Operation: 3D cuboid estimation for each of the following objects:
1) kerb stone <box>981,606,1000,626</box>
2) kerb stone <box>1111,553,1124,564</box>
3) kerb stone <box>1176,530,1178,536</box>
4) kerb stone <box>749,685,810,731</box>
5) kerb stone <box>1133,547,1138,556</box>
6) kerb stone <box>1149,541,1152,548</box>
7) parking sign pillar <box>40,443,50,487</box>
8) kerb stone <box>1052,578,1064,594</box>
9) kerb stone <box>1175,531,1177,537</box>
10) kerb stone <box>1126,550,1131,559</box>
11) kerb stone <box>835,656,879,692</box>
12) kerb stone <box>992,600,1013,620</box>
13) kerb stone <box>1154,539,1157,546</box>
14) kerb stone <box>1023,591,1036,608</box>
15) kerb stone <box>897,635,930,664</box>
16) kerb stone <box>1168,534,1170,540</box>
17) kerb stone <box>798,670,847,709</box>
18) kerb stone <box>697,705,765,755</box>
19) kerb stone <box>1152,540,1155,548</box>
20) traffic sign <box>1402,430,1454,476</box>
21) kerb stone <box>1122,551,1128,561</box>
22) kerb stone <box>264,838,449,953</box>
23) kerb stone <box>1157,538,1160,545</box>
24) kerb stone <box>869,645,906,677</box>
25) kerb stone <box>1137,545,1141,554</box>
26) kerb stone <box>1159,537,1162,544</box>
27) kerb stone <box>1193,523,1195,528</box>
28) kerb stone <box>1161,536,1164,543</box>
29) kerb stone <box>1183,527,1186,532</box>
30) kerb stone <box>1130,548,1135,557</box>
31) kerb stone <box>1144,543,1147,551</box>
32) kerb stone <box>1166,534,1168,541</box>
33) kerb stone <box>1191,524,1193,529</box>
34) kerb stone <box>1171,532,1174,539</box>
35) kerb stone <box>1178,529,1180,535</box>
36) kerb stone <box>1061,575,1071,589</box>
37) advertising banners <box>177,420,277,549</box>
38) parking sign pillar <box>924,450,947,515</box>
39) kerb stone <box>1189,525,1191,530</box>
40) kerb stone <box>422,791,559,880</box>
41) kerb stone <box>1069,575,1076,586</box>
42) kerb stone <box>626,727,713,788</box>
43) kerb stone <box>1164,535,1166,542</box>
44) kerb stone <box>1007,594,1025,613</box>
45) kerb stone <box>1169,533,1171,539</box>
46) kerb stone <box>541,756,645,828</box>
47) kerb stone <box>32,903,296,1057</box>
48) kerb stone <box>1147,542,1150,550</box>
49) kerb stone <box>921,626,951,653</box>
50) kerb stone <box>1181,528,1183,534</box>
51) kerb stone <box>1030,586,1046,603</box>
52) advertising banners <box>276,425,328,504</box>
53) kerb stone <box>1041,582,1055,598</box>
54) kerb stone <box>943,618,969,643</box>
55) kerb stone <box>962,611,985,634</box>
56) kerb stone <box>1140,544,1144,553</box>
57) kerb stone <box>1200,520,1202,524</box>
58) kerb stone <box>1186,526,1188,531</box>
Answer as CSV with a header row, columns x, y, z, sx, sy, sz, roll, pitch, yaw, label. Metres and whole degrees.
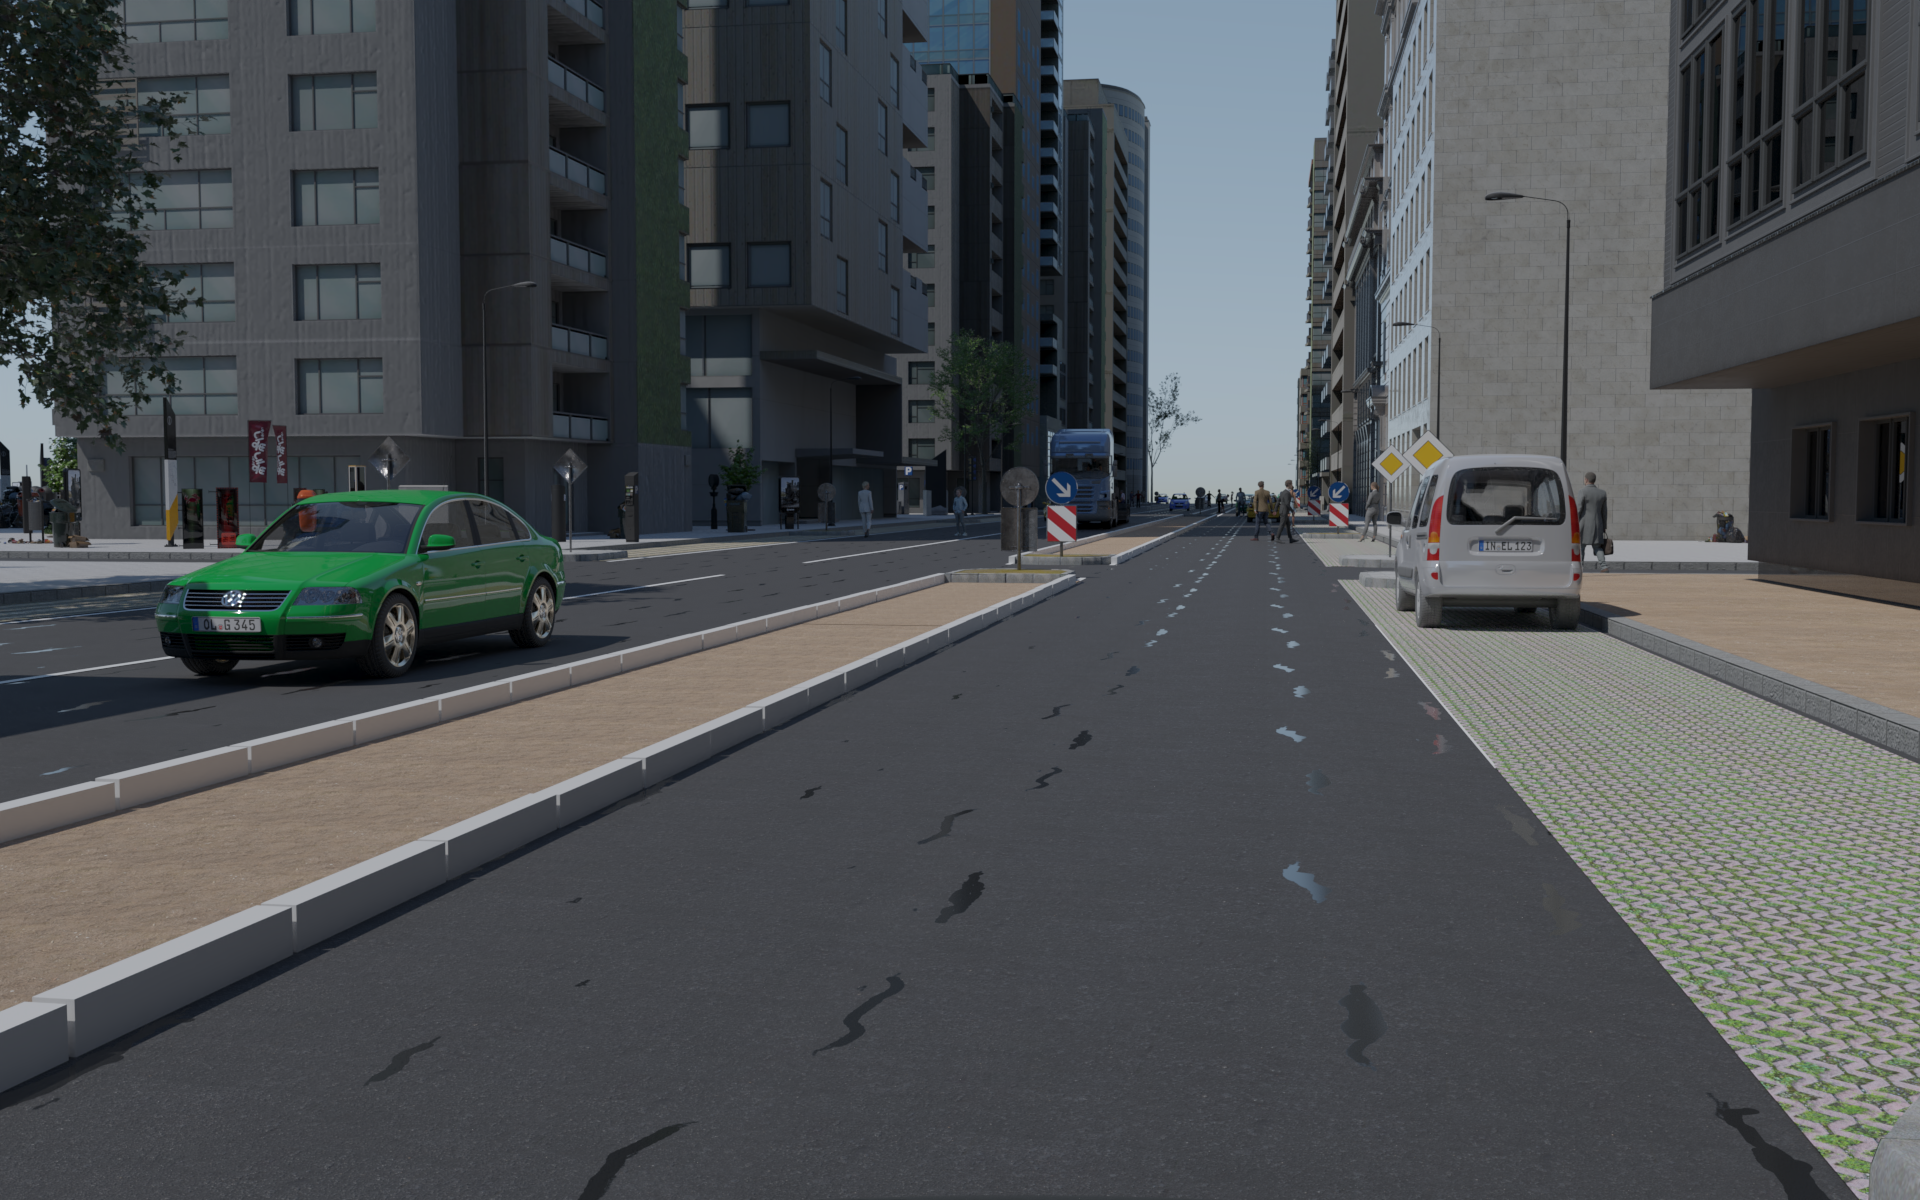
x,y,z,sx,sy,sz,roll,pitch,yaw,label
0.272,0.198,19.057,0.120,0.150,1.000,1,4,10,kerb stone
3.228,-0.828,35.799,0.120,0.150,1.000,1,4,10,kerb stone
7.137,-2.188,58.000,0.120,0.150,1.000,1,4,10,kerb stone
-1.151,0.687,10.965,0.120,0.150,1.000,1,4,10,kerb stone
3.946,-1.080,39.852,0.120,0.150,1.000,1,4,10,kerb stone
4.832,-1.388,44.897,0.120,0.150,1.000,1,4,10,kerb stone
-48.728,-6.348,92.258,1.447,3.967,1.447,-2,4,-31,parking sign pillar
1.349,-0.176,25.132,0.120,0.150,1.000,1,4,10,kerb stone
6.963,-2.128,56.993,0.120,0.150,1.000,1,4,10,kerb stone
3.581,-0.957,37.835,0.120,0.150,1.000,1,4,10,kerb stone
-0.794,0.563,12.992,0.120,0.150,1.000,1,4,10,kerb stone
0.456,0.130,20.069,0.120,0.150,1.000,1,4,10,kerb stone
5.187,-1.509,46.911,0.120,0.150,1.000,1,4,10,kerb stone
0.813,0.014,22.112,0.120,0.150,1.000,1,4,10,kerb stone
-0.433,0.439,15.011,0.120,0.150,1.000,1,4,10,kerb stone
6.254,-1.881,52.954,0.120,0.150,1.000,1,4,10,kerb stone
-0.976,0.625,11.972,0.120,0.150,1.000,1,4,10,kerb stone
-1.334,0.755,9.951,0.120,0.150,1.000,1,4,10,kerb stone
5.006,-1.450,45.903,0.120,0.150,1.000,1,4,10,kerb stone
7.321,-1.438,27.153,0.795,2.450,0.064,1,4,10,traffic sign
3.409,-0.893,36.811,0.120,0.150,1.000,1,4,10,kerb stone
-2.044,0.996,5.909,0.120,0.150,1.000,1,4,10,kerb stone
5.365,-1.572,47.918,0.120,0.150,1.000,1,4,10,kerb stone
-0.619,0.501,14.006,0.120,0.150,1.000,1,4,10,kerb stone
4.120,-1.141,40.859,0.120,0.150,1.000,1,4,10,kerb stone
5.540,-1.635,48.924,0.120,0.150,1.000,1,4,10,kerb stone
9.456,-2.988,71.100,0.120,0.150,1.000,1,4,10,kerb stone
5.725,-1.696,49.929,0.120,0.150,1.000,1,4,10,kerb stone
8.036,-2.498,63.042,0.120,0.150,1.000,1,4,10,kerb stone
3.762,-1.012,38.847,0.120,0.150,1.000,1,4,10,kerb stone
4.477,-1.265,42.875,0.120,0.150,1.000,1,4,10,kerb stone
6.071,-1.819,51.944,0.120,0.150,1.000,1,4,10,kerb stone
9.098,-2.868,69.083,0.120,0.150,1.000,1,4,10,kerb stone
6.611,-2.003,54.978,0.120,0.150,1.000,1,4,10,kerb stone
7.317,-2.251,59.006,0.120,0.150,1.000,1,4,10,kerb stone
1.522,-0.241,26.142,0.120,0.150,1.000,1,4,10,kerb stone
-17.252,-2.721,40.681,2.074,3.025,0.090,-1,4,-23,advertising banners
-1.492,-7.081,104.254,1.447,3.967,1.447,-1,4,-15,parking sign pillar
8.749,-2.741,67.069,0.120,0.150,1.000,1,4,10,kerb stone
-1.869,0.934,6.918,0.120,0.150,1.000,1,4,10,kerb stone
1.703,-0.300,27.148,0.120,0.150,1.000,1,4,10,kerb stone
-1.502,0.811,8.929,0.120,0.150,1.000,1,4,10,kerb stone
5.901,-1.758,50.936,0.120,0.150,1.000,1,4,10,kerb stone
0.633,0.068,21.090,0.120,0.150,1.000,1,4,10,kerb stone
6.424,-1.944,53.972,0.120,0.150,1.000,1,4,10,kerb stone
-1.687,0.878,7.924,0.120,0.150,1.000,1,4,10,kerb stone
-2.220,1.058,4.902,0.120,0.150,1.000,1,4,10,kerb stone
4.660,-1.326,43.889,0.120,0.150,1.000,1,4,10,kerb stone
-0.258,0.378,16.018,0.120,0.150,1.000,1,4,10,kerb stone
7.678,-2.375,61.023,0.120,0.150,1.000,1,4,10,kerb stone
0.996,-0.052,23.118,0.120,0.150,1.000,1,4,10,kerb stone
-17.040,-2.971,44.762,0.090,3.025,2.074,1,4,17,advertising banners
1.165,-0.118,24.126,0.120,0.150,1.000,1,4,10,kerb stone
-0.079,0.316,17.039,0.120,0.150,1.000,1,4,10,kerb stone
0.094,0.254,18.047,0.120,0.150,1.000,1,4,10,kerb stone
4.295,-1.203,41.866,0.120,0.150,1.000,1,4,10,kerb stone
10.873,-3.485,79.177,0.120,0.150,1.000,1,4,10,kerb stone
8.394,-2.621,65.054,0.120,0.150,1.000,1,4,10,kerb stone
